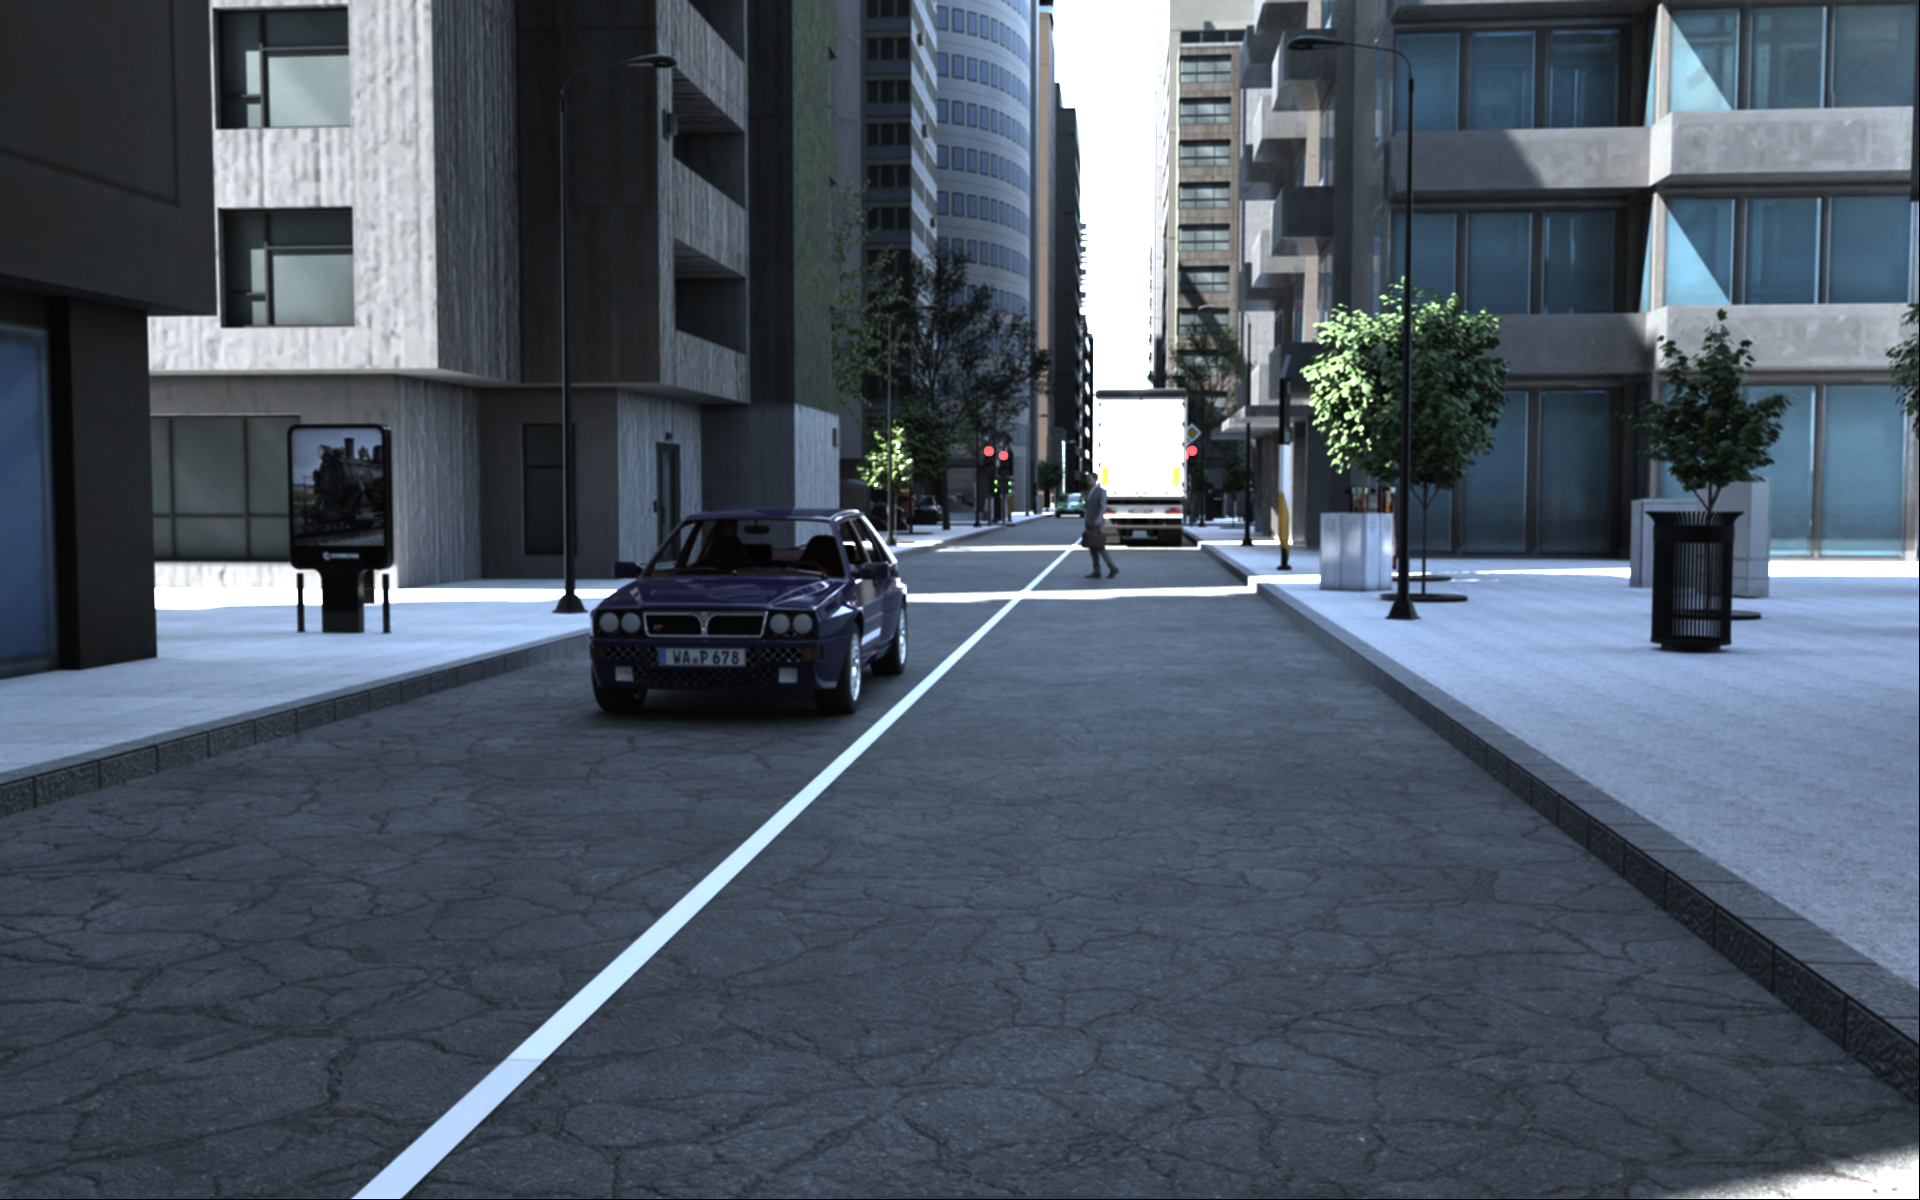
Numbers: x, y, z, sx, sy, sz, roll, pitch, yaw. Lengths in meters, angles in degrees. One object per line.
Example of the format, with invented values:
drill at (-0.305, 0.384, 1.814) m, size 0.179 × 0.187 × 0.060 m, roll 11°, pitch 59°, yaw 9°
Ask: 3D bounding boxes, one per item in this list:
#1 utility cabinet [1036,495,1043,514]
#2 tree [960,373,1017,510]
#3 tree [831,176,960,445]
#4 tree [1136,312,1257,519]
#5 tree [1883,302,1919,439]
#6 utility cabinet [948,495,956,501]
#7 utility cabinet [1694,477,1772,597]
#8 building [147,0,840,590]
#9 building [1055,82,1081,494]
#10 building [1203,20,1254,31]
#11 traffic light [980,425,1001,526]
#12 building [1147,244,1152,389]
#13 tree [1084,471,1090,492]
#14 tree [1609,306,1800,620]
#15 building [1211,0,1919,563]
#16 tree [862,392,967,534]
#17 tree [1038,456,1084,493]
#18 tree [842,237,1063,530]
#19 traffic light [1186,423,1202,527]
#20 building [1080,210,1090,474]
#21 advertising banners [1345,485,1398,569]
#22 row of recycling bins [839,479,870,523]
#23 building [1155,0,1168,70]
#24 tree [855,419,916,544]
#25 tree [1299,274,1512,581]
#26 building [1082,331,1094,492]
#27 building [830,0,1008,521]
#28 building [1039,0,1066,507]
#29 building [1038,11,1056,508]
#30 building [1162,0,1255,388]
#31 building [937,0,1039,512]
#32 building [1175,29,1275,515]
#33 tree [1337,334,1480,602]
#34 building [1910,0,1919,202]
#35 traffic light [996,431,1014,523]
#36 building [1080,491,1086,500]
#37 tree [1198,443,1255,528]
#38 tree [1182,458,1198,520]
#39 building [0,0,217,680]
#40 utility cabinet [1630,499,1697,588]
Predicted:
utility cabinet at (5.115, -6.151, 111.733) m, size 0.306 × 1.237 × 1.020 m, roll 1°, pitch 4°, yaw 13°
tree at (1.094, -9.383, 103.768) m, size 4.737 × 8.622 × 4.395 m, roll 0°, pitch 3°, yaw 0°
tree at (-3.223, -5.413, 38.869) m, size 4.737 × 8.622 × 4.395 m, roll 0°, pitch 3°, yaw 0°
tree at (12.322, -9.508, 89.867) m, size 8.767 × 10.594 × 7.601 m, roll 0°, pitch 4°, yaw 6°
tree at (13.692, -2.351, 22.159) m, size 4.285 × 4.588 × 4.351 m, roll 0°, pitch 3°, yaw 0°
utility cabinet at (-0.729, -6.184, 112.269) m, size 1.020 × 1.237 × 0.306 m, roll -1°, pitch 4°, yaw -12°
utility cabinet at (9.734, -0.803, 21.809) m, size 0.318 × 1.500 × 1.173 m, roll 0°, pitch 4°, yaw -7°
building at (-10.125, -15.710, 28.553) m, size 14.160 × 30.474 × 14.107 m, roll 0°, pitch 4°, yaw 6°
building at (3.563, -35.782, 208.735) m, size 21.300 × 48.544 × 21.600 m, roll 0°, pitch 4°, yaw 6°
building at (31.176, -27.242, 137.291) m, size 32.217 × 40.220 × 23.993 m, roll 0°, pitch 4°, yaw 6°
traffic light at (1.197, -4.904, 69.101) m, size 0.839 × 4.253 × 0.868 m, roll 0°, pitch 4°, yaw 6°
building at (42.874, -39.086, 293.683) m, size 22.147 × 44.769 × 28.867 m, roll 0°, pitch 4°, yaw 6°
tree at (15.487, -14.699, 224.040) m, size 4.285 × 4.588 × 4.351 m, roll 0°, pitch 3°, yaw 0°
tree at (7.830, -1.423, 17.876) m, size 1.663 × 3.219 × 1.824 m, roll 0°, pitch 3°, yaw 0°
building at (19.082, -26.014, 44.930) m, size 23.786 × 49.044 × 30.456 m, roll 0°, pitch 4°, yaw 6°
tree at (-1.494, -4.396, 55.583) m, size 4.285 × 4.588 × 4.351 m, roll 0°, pitch 3°, yaw 0°
tree at (7.336, -9.944, 146.295) m, size 4.285 × 4.588 × 4.351 m, roll 0°, pitch 3°, yaw 0°
tree at (-0.407, -7.811, 62.129) m, size 8.767 × 10.594 × 7.601 m, roll 1°, pitch 4°, yaw 9°
traffic light at (9.122, -4.858, 68.345) m, size 0.839 × 4.253 × 0.868 m, roll 0°, pitch 4°, yaw 6°
building at (9.274, -40.159, 276.203) m, size 23.786 × 49.044 × 30.456 m, roll 0°, pitch 4°, yaw 6°
advertising banners at (7.243, -2.031, 29.390) m, size 2.074 × 3.025 × 0.090 m, roll -3°, pitch 4°, yaw -38°
row of recycling bins at (-3.066, -2.544, 48.706) m, size 1.069 × 1.692 × 3.534 m, roll 0°, pitch 3°, yaw 0°
building at (31.511, -39.452, 187.042) m, size 21.231 × 58.520 × 28.212 m, roll 0°, pitch 4°, yaw 6°
tree at (-1.617, -3.067, 44.749) m, size 1.663 × 3.219 × 1.824 m, roll 0°, pitch 3°, yaw 0°
tree at (6.739, -2.591, 26.070) m, size 4.285 × 4.588 × 4.351 m, roll 0°, pitch 3°, yaw 0°
building at (15.969, -32.246, 298.923) m, size 14.160 × 30.474 × 14.107 m, roll 0°, pitch 4°, yaw 6°
building at (-14.060, -24.303, 89.242) m, size 32.217 × 40.220 × 23.993 m, roll 0°, pitch 4°, yaw 6°
building at (0.290, -53.141, 181.519) m, size 22.319 × 86.520 × 31.000 m, roll 0°, pitch 4°, yaw 6°
building at (1.577, -31.185, 159.986) m, size 14.600 × 45.320 × 14.200 m, roll 0°, pitch 4°, yaw 6°
building at (29.932, -32.950, 162.441) m, size 21.300 × 48.544 × 21.600 m, roll 0°, pitch 4°, yaw 6°
building at (-5.496, -35.708, 125.827) m, size 21.231 × 58.520 × 28.212 m, roll 0°, pitch 4°, yaw 6°
building at (20.900, -20.780, 111.462) m, size 14.160 × 30.474 × 14.107 m, roll 0°, pitch 4°, yaw 6°
tree at (5.688, -1.617, 21.046) m, size 1.663 × 3.219 × 1.824 m, roll 0°, pitch 3°, yaw 0°
building at (40.879, -22.735, 55.310) m, size 14.086 × 41.232 × 14.154 m, roll 0°, pitch 4°, yaw 6°
traffic light at (1.974, -5.390, 77.048) m, size 0.839 × 4.253 × 0.868 m, roll 0°, pitch 4°, yaw 6°
building at (1.982, -34.098, 249.380) m, size 32.217 × 40.220 × 23.993 m, roll 0°, pitch 4°, yaw 6°
tree at (10.207, -4.295, 64.828) m, size 1.663 × 3.219 × 1.824 m, roll 0°, pitch 3°, yaw 0°
tree at (11.704, -5.503, 84.575) m, size 1.663 × 3.219 × 1.824 m, roll 0°, pitch 3°, yaw 0°
building at (-13.481, -21.780, 6.210) m, size 14.600 × 45.320 × 14.200 m, roll 0°, pitch 4°, yaw 6°
utility cabinet at (9.766, -0.776, 23.843) m, size 1.020 × 1.237 × 0.306 m, roll -1°, pitch 4°, yaw -9°
